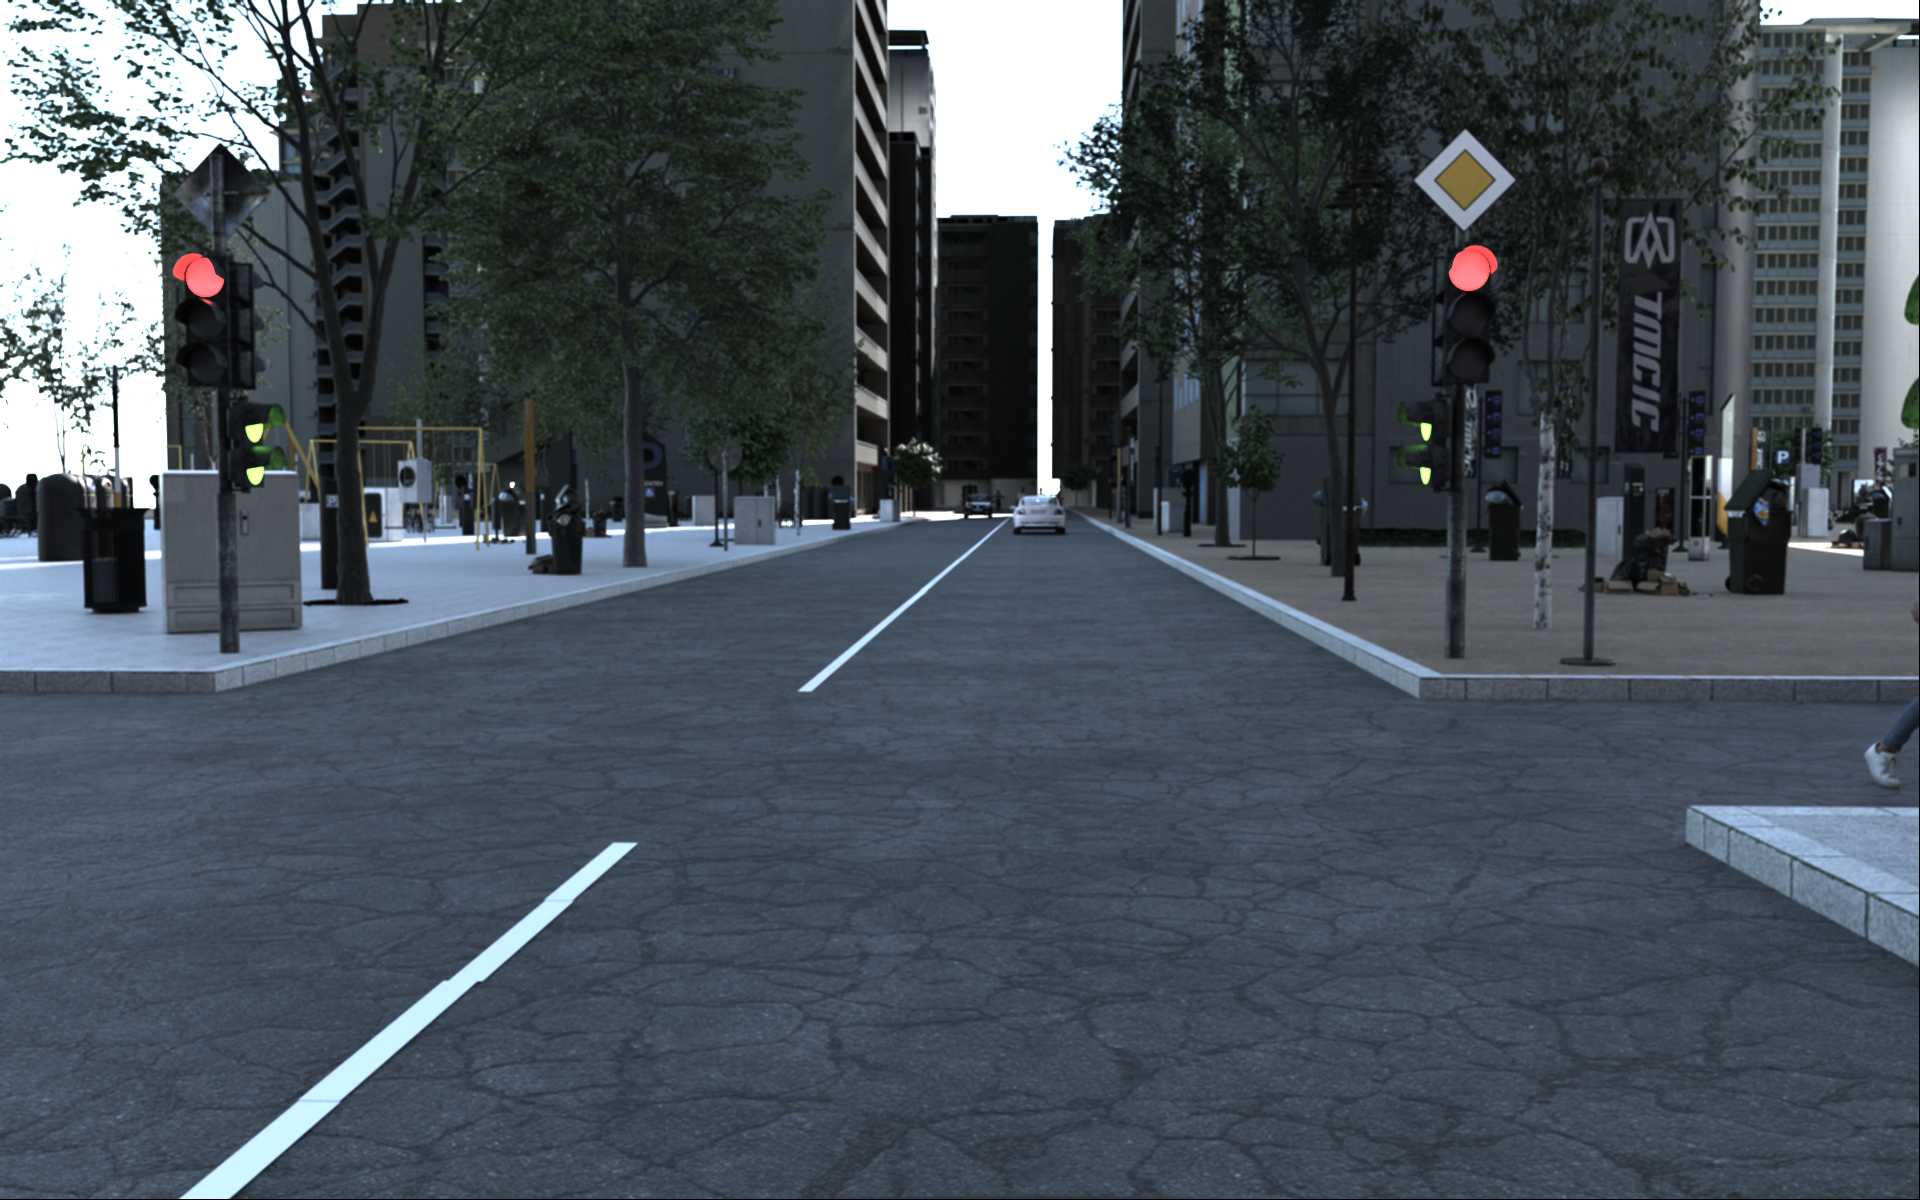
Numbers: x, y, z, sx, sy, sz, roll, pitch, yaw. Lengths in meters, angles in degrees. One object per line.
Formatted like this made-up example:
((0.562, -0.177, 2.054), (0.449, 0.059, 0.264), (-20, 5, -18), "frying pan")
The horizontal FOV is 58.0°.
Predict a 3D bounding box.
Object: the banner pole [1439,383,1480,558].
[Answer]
((10.025, -2.733, 34.708), (0.401, 3.779, 0.863), (-3, 4, -37), "banner pole")

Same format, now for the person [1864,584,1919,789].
((4.716, 0.050, 8.363), (0.598, 1.740, 0.731), (3, 5, 39), "person")

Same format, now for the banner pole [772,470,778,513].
((-9.340, -5.960, 87.460), (0.401, 3.779, 0.863), (1, 4, 18), "banner pole")

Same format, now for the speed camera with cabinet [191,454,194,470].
((-36.970, -5.562, 85.282), (2.038, 3.252, 0.660), (-1, 4, -12), "speed camera with cabinet")

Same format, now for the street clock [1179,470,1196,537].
((6.822, -2.899, 51.970), (0.471, 2.002, 0.358), (-1, 4, -14), "street clock")

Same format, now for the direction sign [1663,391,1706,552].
((15.981, -2.831, 38.284), (0.876, 3.537, 0.379), (3, 5, 43), "direction sign")

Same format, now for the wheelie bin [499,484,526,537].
((-13.403, -2.694, 51.953), (0.693, 1.594, 0.980), (1, 4, 12), "wheelie bin")

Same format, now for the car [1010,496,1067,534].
((2.856, -3.090, 62.890), (2.083, 1.381, 4.827), (0, 4, 1), "car")

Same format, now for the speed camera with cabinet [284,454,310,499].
((-32.946, -5.597, 85.845), (2.038, 3.252, 0.660), (3, 5, 43), "speed camera with cabinet")

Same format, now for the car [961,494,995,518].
((1.090, -5.758, 103.936), (2.009, 1.686, 4.222), (0, 4, 1), "car")

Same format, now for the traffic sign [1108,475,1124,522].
((7.333, -4.942, 80.803), (0.884, 2.594, 0.081), (1, 4, 11), "traffic sign")

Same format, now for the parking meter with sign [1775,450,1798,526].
((33.204, -4.478, 69.472), (0.543, 3.016, 1.738), (3, 5, 39), "parking meter with sign")

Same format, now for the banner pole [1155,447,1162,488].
((9.311, -5.570, 81.082), (0.401, 3.779, 0.863), (2, 4, 30), "banner pole")

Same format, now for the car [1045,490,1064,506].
((7.534, -8.235, 143.686), (2.155, 1.783, 4.494), (0, 4, 4), "car")

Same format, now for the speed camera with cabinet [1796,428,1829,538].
((25.404, -3.502, 51.601), (0.660, 3.252, 2.038), (1, 4, 17), "speed camera with cabinet")

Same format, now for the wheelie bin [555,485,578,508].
((-13.619, -3.187, 60.020), (0.693, 1.594, 0.980), (-2, 4, -28), "wheelie bin")

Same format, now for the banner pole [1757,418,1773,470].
((26.636, -4.123, 57.421), (0.863, 3.779, 0.401), (-1, 4, -9), "banner pole")

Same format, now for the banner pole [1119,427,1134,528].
((6.382, -4.568, 64.704), (0.401, 3.779, 0.863), (-1, 4, -12), "banner pole")

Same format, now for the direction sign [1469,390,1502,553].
((11.416, -2.817, 38.047), (0.876, 3.537, 0.379), (1, 4, 19), "direction sign")

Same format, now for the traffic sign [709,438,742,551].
((-5.278, -2.377, 38.964), (0.768, 2.556, 0.104), (0, 4, 6), "traffic sign")

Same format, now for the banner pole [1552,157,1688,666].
((4.981, -1.404, 12.977), (0.863, 3.779, 0.401), (0, 4, 2), "banner pole")

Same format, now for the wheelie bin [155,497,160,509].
((-31.764, -3.767, 69.495), (0.693, 1.594, 0.980), (1, 4, 9), "wheelie bin")

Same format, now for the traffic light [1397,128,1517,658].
((3.861, -1.501, 13.470), (0.839, 4.253, 0.868), (0, 4, 3), "traffic light")

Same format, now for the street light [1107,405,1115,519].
((7.673, -7.057, 88.170), (0.468, 5.910, 1.993), (0, 4, 3), "street light")

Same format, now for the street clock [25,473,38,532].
((-31.542, -3.323, 58.904), (0.358, 2.002, 0.471), (0, 4, -4), "street clock")

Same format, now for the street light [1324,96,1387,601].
((4.683, -2.929, 20.673), (0.468, 5.910, 1.993), (0, 4, 3), "street light")

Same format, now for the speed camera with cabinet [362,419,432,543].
((-14.902, -3.144, 45.739), (2.038, 3.252, 0.660), (2, 4, 28), "speed camera with cabinet")

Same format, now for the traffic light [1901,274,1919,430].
((3.504, -1.014, 5.493), (0.839, 4.253, 0.868), (0, 4, 3), "traffic light")

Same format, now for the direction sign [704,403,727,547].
((-5.949, -3.075, 42.266), (0.379, 3.537, 0.876), (-3, 5, -45), "direction sign")

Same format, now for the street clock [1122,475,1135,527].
((6.543, -3.840, 67.362), (0.471, 2.002, 0.358), (0, 4, 8), "street clock")

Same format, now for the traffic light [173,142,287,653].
((-5.891, -1.527, 13.889), (0.839, 4.253, 0.868), (0, 4, 3), "traffic light")

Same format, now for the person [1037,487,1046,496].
((3.690, -4.030, 75.056), (0.731, 1.740, 0.598), (-3, 5, -40), "person")

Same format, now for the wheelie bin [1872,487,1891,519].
((36.325, -3.687, 68.195), (0.693, 1.594, 0.980), (3, 5, 42), "wheelie bin")

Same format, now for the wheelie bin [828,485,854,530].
((-4.270, -3.322, 62.229), (0.980, 1.594, 0.693), (0, 4, 3), "wheelie bin")

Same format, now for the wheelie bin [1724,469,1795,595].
((10.296, -0.881, 22.318), (0.693, 1.594, 0.980), (0, 4, 1), "wheelie bin")

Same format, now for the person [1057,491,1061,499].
((9.213, -9.306, 161.329), (0.621, 1.740, 0.551), (-1, 4, -9), "person")

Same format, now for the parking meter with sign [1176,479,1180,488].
((11.065, -5.464, 85.593), (0.543, 3.016, 1.738), (-2, 4, -29), "parking meter with sign")

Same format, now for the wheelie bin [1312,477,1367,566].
((6.791, -1.420, 31.126), (0.980, 1.594, 0.693), (0, 4, -3), "wheelie bin")

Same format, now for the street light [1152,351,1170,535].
((6.271, -4.979, 54.187), (0.468, 5.910, 1.993), (0, 4, 3), "street light")

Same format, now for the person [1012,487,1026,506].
((2.789, -4.511, 82.615), (0.716, 1.782, 0.532), (3, 5, 40), "person")

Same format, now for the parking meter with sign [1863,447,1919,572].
((15.807, -1.974, 28.539), (0.543, 3.016, 1.738), (-2, 4, -27), "parking meter with sign")

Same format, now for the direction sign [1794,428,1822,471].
((29.124, -4.131, 59.537), (0.379, 3.537, 0.876), (-3, 5, -45), "direction sign")

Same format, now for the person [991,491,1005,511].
((3.163, -8.314, 145.142), (1.217, 1.736, 0.721), (-1, 4, -12), "person")

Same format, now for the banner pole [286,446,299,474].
((-34.882, -6.141, 90.427), (0.863, 3.779, 0.401), (1, 4, 10), "banner pole")

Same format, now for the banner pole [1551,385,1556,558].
((12.151, -2.759, 35.123), (0.863, 3.779, 0.401), (-2, 4, -29), "banner pole")

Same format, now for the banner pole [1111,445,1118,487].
((7.087, -5.402, 78.343), (0.401, 3.779, 0.863), (3, 5, 43), "banner pole")

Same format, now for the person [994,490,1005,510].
((3.243, -8.405, 146.650), (1.217, 1.736, 0.721), (-1, 4, -9), "person")

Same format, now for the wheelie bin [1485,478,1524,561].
((10.509, -1.562, 33.445), (0.693, 1.594, 0.980), (1, 4, 21), "wheelie bin")

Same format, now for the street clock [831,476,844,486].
((-4.809, -3.872, 67.869), (0.471, 2.002, 0.358), (-2, 4, -25), "street clock")
